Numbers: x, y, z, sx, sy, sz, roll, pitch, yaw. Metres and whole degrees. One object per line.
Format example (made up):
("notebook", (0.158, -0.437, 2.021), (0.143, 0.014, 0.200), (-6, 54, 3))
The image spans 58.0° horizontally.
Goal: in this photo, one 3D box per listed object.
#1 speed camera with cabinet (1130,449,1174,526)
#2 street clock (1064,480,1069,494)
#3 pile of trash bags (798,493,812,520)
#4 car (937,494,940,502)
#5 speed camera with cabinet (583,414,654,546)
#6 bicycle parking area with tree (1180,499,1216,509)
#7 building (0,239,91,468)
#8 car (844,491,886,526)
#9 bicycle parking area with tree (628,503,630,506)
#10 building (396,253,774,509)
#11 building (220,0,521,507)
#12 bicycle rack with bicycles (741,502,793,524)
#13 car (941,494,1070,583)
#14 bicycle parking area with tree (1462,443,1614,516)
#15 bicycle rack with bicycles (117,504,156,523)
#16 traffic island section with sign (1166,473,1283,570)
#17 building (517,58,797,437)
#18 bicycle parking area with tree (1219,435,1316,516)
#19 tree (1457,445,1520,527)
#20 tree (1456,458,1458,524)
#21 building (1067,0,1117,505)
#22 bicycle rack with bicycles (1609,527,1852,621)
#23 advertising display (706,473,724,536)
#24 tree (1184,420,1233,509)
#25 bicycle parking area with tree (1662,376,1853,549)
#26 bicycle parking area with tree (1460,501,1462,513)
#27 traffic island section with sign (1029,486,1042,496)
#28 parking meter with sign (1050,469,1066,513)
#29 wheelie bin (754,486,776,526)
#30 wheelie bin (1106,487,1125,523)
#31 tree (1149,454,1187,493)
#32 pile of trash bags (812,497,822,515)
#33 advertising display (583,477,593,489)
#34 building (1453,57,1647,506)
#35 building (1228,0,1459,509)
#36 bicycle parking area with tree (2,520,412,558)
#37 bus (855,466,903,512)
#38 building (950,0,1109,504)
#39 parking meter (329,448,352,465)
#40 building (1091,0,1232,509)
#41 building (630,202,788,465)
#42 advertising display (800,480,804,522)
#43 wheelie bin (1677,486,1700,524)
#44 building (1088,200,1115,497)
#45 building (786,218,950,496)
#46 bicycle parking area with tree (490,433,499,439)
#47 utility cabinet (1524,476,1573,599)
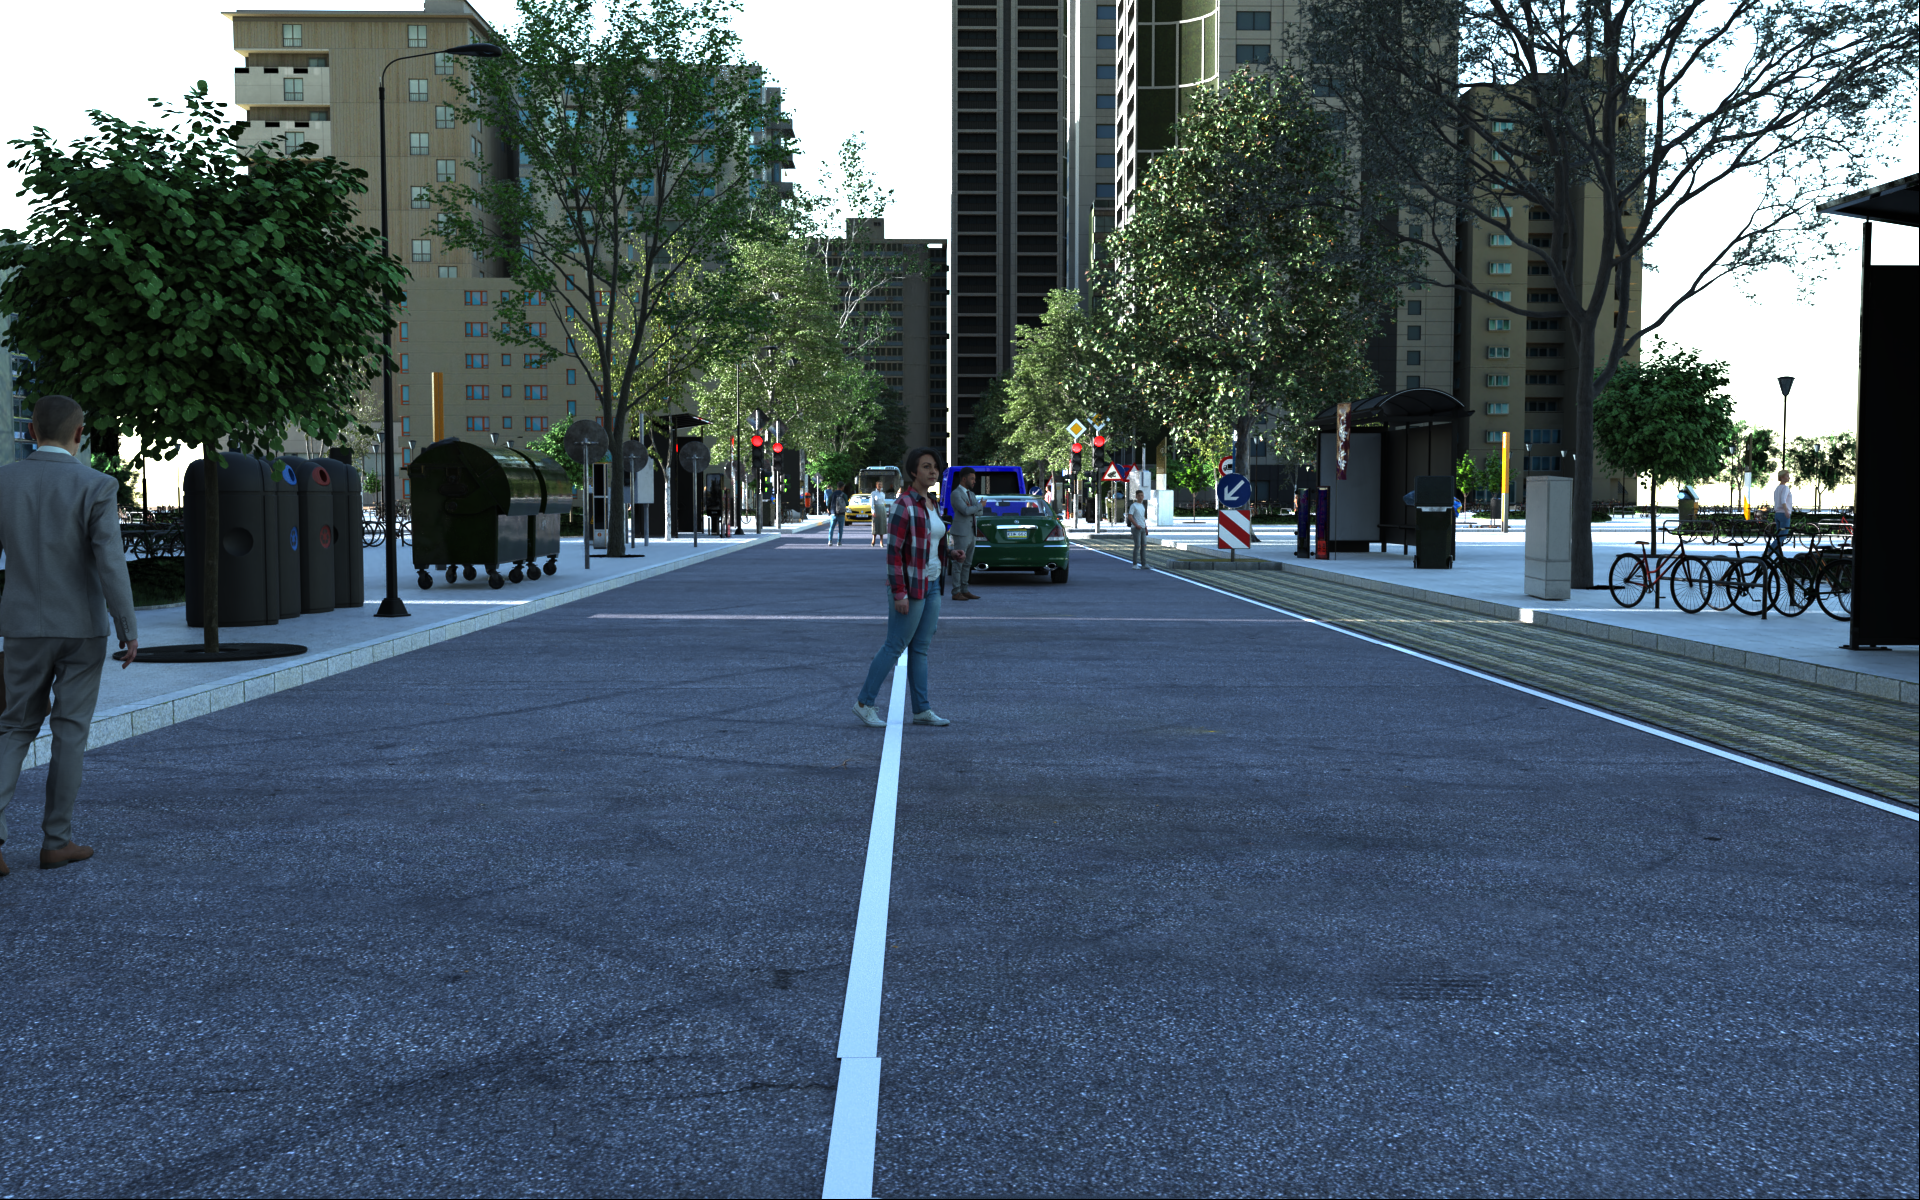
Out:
("speed camera with cabinet", (7.586, -4.538, 68.535), (2.038, 3.252, 0.660), (-3, 5, -42))
("street clock", (5.571, -5.228, 90.049), (0.358, 2.002, 0.471), (-1, 4, -11))
("pile of trash bags", (-8.844, -4.787, 88.013), (1.912, 1.369, 3.447), (-1, 4, -13))
("car", (-2.793, -12.215, 209.935), (2.015, 1.641, 3.980), (0, 4, -2))
("speed camera with cabinet", (-8.482, -2.970, 42.897), (2.038, 3.252, 0.660), (3, 4, 38))
("bicycle parking area with tree", (20.359, -8.597, 127.565), (9.016, 4.147, 8.231), (3, 4, 38))
("building", (-39.214, -44.104, 33.777), (31.000, 86.520, 22.319), (0, 4, -1))
("car", (-4.398, -4.237, 79.504), (2.015, 1.641, 3.980), (0, 4, 0))
("bicycle parking area with tree", (-22.496, -8.622, 127.970), (9.016, 4.147, 8.231), (0, 4, -4))
("building", (-31.493, -18.844, 153.139), (27.650, 21.520, 28.899), (0, 4, -1))
("building", (-63.351, -36.783, 190.647), (27.495, 52.752, 28.713), (0, 4, -1))
("bicycle rack with bicycles", (-8.299, -3.757, 74.806), (2.852, 0.926, 2.925), (2, 4, 33))
("car", (0.753, -1.066, 29.229), (2.131, 1.459, 4.920), (0, 4, -3))
("bicycle parking area with tree", (34.021, -6.635, 95.479), (9.016, 4.147, 8.231), (-3, 5, -39))
("bicycle rack with bicycles", (-31.306, -3.101, 64.089), (2.852, 0.926, 2.925), (-3, 4, -38))
("traffic island section with sign", (5.023, -1.510, 33.311), (1.989, 1.847, 2.006), (0, 4, -1))
("building", (-33.838, -35.106, 193.589), (30.456, 49.044, 23.786), (0, 4, -1))
("bicycle parking area with tree", (16.865, -5.911, 83.642), (8.231, 4.147, 9.016), (1, 4, 8))
("tree", (21.077, -4.526, 68.606), (1.663, 3.219, 1.824), (0, 3, 0))
("tree", (22.008, -4.913, 74.929), (1.663, 3.219, 1.824), (0, 3, 0))
("building", (22.393, -39.793, 192.607), (21.231, 58.520, 28.212), (0, 4, -1))
("bicycle rack with bicycles", (8.799, -0.318, 18.589), (2.852, 0.926, 2.925), (-1, 4, -12))
("advertising display", (-7.579, -2.961, 53.623), (0.123, 1.923, 0.974), (-3, 4, -36))
("tree", (15.058, -9.262, 101.802), (4.737, 8.622, 4.395), (0, 3, 0))
("bicycle parking area with tree", (22.536, -3.443, 43.294), (8.231, 4.147, 9.016), (0, 4, -6))
("bicycle parking area with tree", (38.260, -7.807, 114.641), (9.016, 4.147, 8.231), (-1, 4, -9))
("traffic island section with sign", (3.768, -4.953, 89.617), (1.989, 1.847, 2.006), (0, 4, -1))
("parking meter with sign", (6.417, -7.267, 115.082), (1.738, 3.016, 0.543), (-3, 5, -40))
("wheelie bin", (-7.733, -3.723, 68.783), (0.980, 1.594, 0.693), (1, 4, 17))
("wheelie bin", (6.976, -4.264, 77.627), (0.693, 1.594, 0.980), (-3, 5, -39))
("tree", (16.692, -9.409, 137.550), (4.285, 4.588, 4.351), (0, 3, 0))
("pile of trash bags", (-9.402, -5.908, 106.341), (1.912, 1.369, 3.447), (0, 4, -5))
("advertising display", (-13.782, -3.610, 64.239), (0.123, 1.923, 0.974), (0, 4, 5))
("building", (65.373, -35.061, 196.951), (21.600, 48.544, 21.300), (0, 4, -1))
("building", (43.158, -46.393, 196.773), (20.611, 71.187, 20.563), (0, 4, -1))
("bicycle parking area with tree", (-18.347, -3.342, 41.645), (9.016, 4.147, 8.231), (-3, 5, -42))
("bus", (-5.076, -7.147, 111.710), (2.948, 3.499, 13.247), (0, 4, -1))
("building", (9.001, -49.052, 240.246), (20.611, 71.187, 20.563), (0, 4, -1))
("parking meter", (-7.845, -0.995, 21.975), (0.255, 1.863, 0.399), (-1, 4, -23))
("building", (22.964, -43.763, 153.777), (20.563, 71.187, 20.611), (0, 4, -1))
("building", (-25.030, -24.684, 175.288), (14.160, 30.474, 14.107), (0, 4, -1))
("advertising display", (-7.653, -4.555, 79.688), (0.974, 1.923, 0.123), (-1, 4, -20))
("wheelie bin", (27.285, -3.488, 64.941), (0.693, 1.594, 0.980), (3, 5, 40))
("building", (19.564, -24.500, 172.274), (14.160, 30.474, 14.107), (0, 4, -1))
("building", (-13.478, -33.913, 246.364), (23.993, 40.220, 32.217), (0, 4, -1))
("bicycle parking area with tree", (-24.387, -5.767, 81.286), (8.231, 4.147, 9.016), (0, 4, 8))
("utility cabinet", (7.256, -0.775, 21.345), (0.318, 1.500, 1.173), (0, 4, 6))
